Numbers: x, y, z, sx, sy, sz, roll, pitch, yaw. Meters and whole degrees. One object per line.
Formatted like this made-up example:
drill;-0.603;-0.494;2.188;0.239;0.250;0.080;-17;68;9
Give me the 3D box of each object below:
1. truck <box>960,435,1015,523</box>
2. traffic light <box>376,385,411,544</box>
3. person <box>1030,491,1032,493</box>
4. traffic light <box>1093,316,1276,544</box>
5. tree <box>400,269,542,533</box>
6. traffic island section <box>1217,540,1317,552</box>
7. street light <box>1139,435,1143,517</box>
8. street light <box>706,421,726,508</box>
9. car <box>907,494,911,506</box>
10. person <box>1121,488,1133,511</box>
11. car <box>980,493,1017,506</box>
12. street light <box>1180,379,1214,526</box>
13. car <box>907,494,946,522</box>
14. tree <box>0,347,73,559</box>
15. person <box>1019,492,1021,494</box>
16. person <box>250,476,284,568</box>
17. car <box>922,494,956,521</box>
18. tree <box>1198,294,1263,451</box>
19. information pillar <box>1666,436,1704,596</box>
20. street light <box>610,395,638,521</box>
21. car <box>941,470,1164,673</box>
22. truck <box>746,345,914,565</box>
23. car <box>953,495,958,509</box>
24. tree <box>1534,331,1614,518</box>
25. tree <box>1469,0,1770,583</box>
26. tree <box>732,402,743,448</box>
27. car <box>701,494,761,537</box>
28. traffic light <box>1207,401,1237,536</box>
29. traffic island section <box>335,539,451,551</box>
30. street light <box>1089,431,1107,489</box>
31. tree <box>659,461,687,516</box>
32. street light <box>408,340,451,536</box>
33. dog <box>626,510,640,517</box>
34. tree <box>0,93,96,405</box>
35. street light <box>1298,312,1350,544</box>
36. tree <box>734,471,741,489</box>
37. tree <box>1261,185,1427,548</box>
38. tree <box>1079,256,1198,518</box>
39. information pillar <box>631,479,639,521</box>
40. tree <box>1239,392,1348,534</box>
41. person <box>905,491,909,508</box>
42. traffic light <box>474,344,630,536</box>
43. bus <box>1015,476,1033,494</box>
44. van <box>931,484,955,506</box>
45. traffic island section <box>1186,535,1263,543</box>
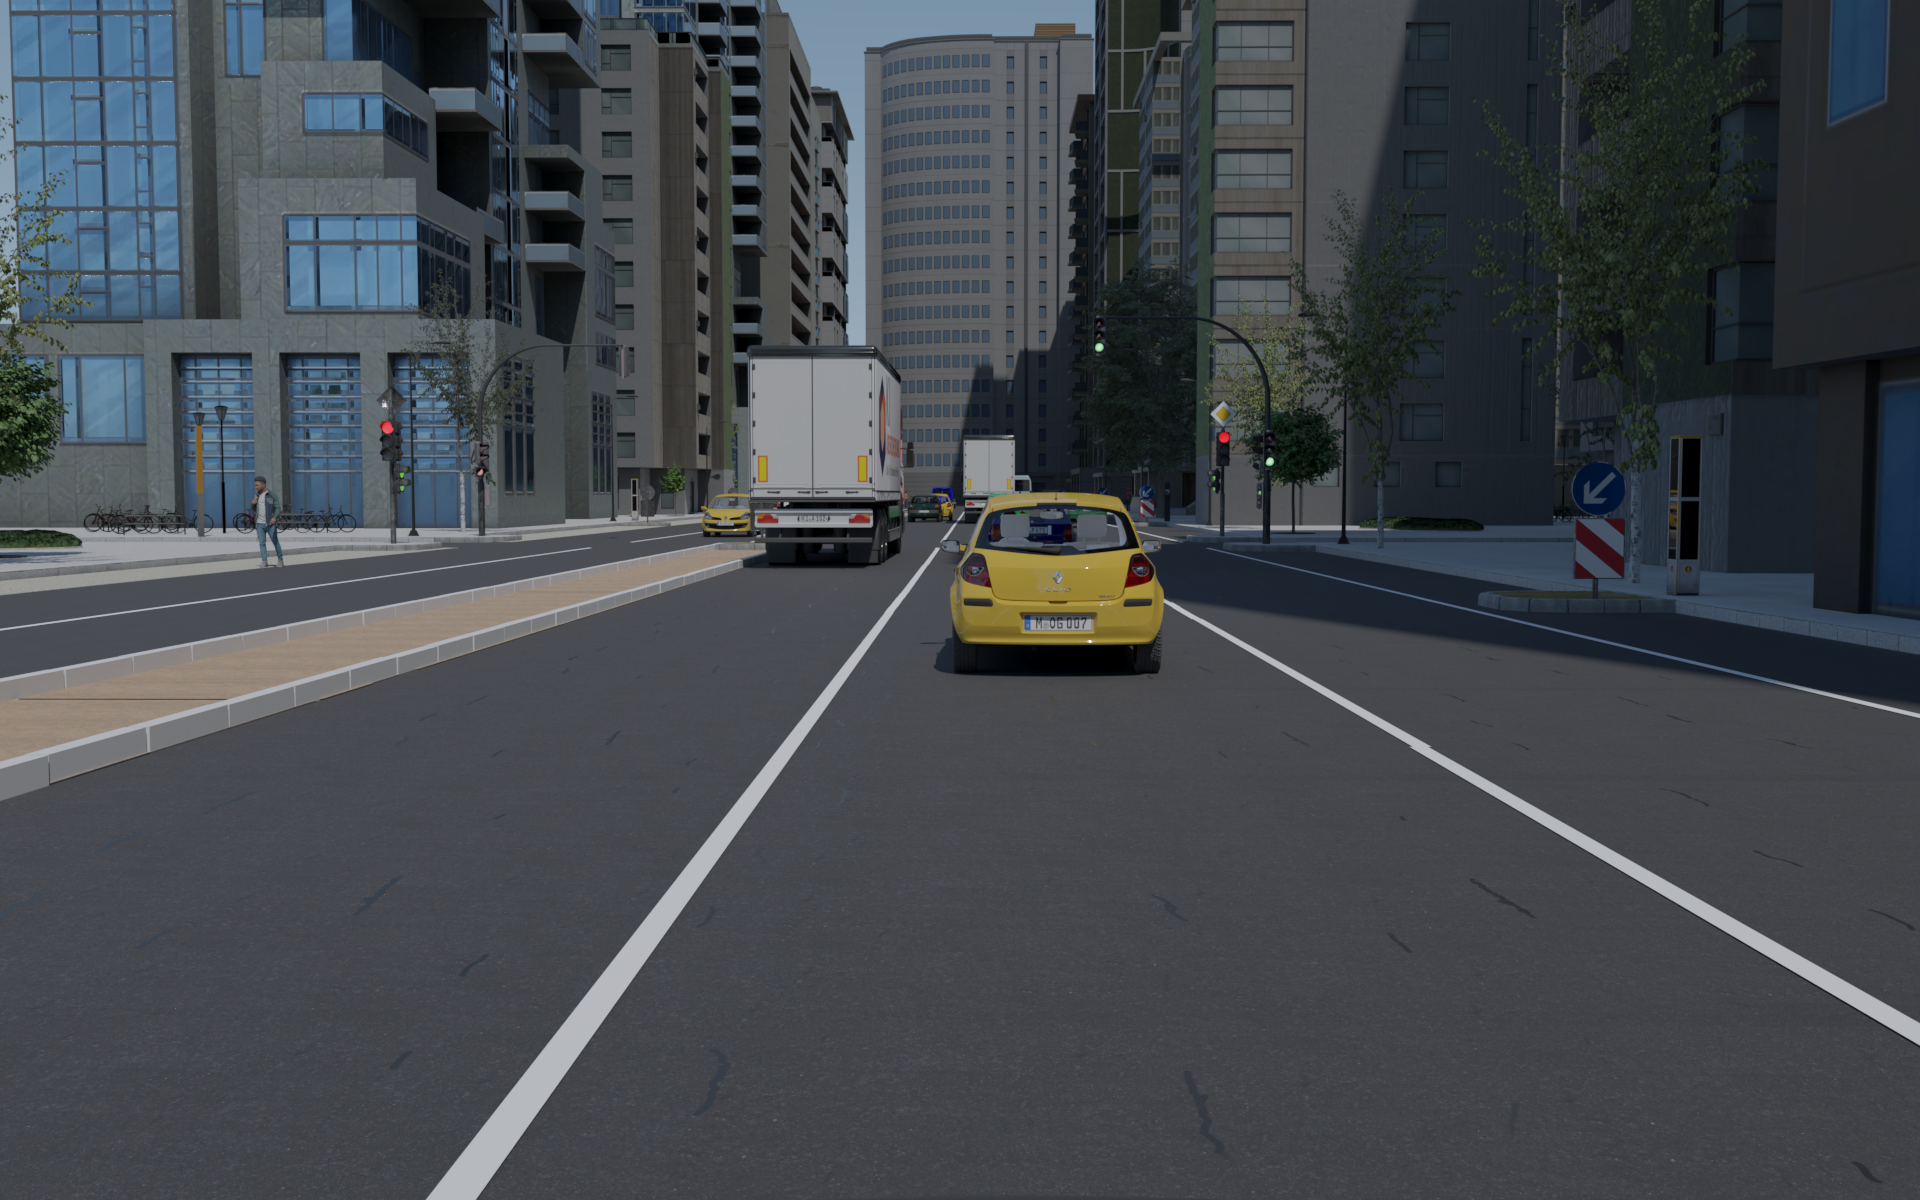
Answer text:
truck;1.412;-6.049;87.809;2.839;4.237;11.283;0;4;0
traffic light;-14.614;-3.407;44.619;0.839;4.253;0.868;0;4;1
person;6.366;-8.813;153.300;0.721;1.736;1.217;0;4;7
traffic light;5.753;-4.258;44.286;4.771;5.953;1.251;0;4;1
tree;-16.331;-6.553;57.504;4.360;8.622;3.978;0;3;0
traffic island section;7.886;-1.360;44.520;2.009;0.180;2.903;0;4;1
street light;9.863;-7.724;98.836;1.470;5.913;1.316;0;4;1
street light;-15.472;-8.388;109.677;1.470;5.913;1.316;0;4;1
car;-6.547;-11.363;197.586;2.131;1.459;4.920;0;4;2
person;12.561;-7.517;129.668;0.721;1.743;1.217;-3;5;-43
car;1.758;-3.597;67.609;1.959;1.807;4.718;0;4;1
street light;9.556;-5.951;69.845;1.470;5.913;1.316;0;4;1
car;-1.757;-4.851;89.100;2.009;1.686;4.222;0;4;2
tree;-19.594;-3.128;34.860;4.285;4.588;4.351;0;3;0
person;4.870;-7.987;140.563;0.415;1.643;0.593;-1;4;-21
person;-13.495;-1.519;33.676;0.623;1.781;0.721;0;4;-4
car;-1.231;-5.155;94.501;2.015;1.641;3.980;0;3;0
tree;11.043;-6.883;62.904;4.737;8.622;4.395;0;3;0
information pillar;9.163;-1.064;21.896;0.304;2.012;0.304;0;4;-1
street light;-15.739;-6.639;81.094;1.470;5.913;1.316;0;4;1
car;0.814;-0.311;15.315;2.015;1.641;3.980;0;4;2
truck;-2.658;-3.018;38.251;2.839;4.237;11.283;0;4;1
car;-1.255;-9.945;172.383;2.009;1.686;4.222;0;4;0
tree;20.332;-6.363;54.401;4.360;8.622;3.978;0;3;0
tree;9.475;-4.544;24.665;4.737;8.622;4.395;0;3;0
tree;-17.070;-10.369;119.889;4.737;8.622;4.395;0;3;0
car;-7.729;-2.984;59.018;2.015;1.641;3.980;0;3;0
traffic light;7.927;-3.882;52.391;0.839;4.253;0.868;0;4;1
traffic island section;-14.654;-1.375;44.754;2.009;0.180;2.903;0;4;1
street light;10.210;-9.479;127.518;1.470;5.913;1.316;0;4;1
tree;-16.567;-6.447;100.014;1.663;3.219;1.824;0;3;0
street light;-16.083;-4.891;52.511;1.470;5.913;1.316;0;4;1
dog;-18.426;-4.887;97.632;0.748;0.427;0.550;3;5;43
tree;-17.259;-4.832;29.360;4.737;8.622;4.395;0;3;0
street light;9.323;-4.394;44.378;1.470;5.913;1.316;0;4;1
tree;-16.795;-8.052;126.251;1.663;3.219;1.824;0;3;0
tree;9.696;-5.523;40.672;4.737;8.622;4.395;0;3;0
tree;10.685;-11.320;91.737;9.857;13.997;8.962;0;3;0
information pillar;-15.733;-4.854;83.857;0.304;2.012;0.304;0;4;0
tree;10.780;-4.424;56.041;4.285;4.588;4.351;0;3;0
person;-5.327;-10.071;173.876;0.721;1.736;1.217;1;4;14
traffic light;-12.440;-4.768;52.618;4.771;5.953;1.251;0;4;1
bus;6.129;-11.360;180.599;2.948;3.499;13.247;0;4;2
van;-1.586;-9.377;157.704;2.240;2.365;5.245;0;4;2
traffic island section;7.967;-1.849;52.505;2.009;0.180;2.903;0;4;1
